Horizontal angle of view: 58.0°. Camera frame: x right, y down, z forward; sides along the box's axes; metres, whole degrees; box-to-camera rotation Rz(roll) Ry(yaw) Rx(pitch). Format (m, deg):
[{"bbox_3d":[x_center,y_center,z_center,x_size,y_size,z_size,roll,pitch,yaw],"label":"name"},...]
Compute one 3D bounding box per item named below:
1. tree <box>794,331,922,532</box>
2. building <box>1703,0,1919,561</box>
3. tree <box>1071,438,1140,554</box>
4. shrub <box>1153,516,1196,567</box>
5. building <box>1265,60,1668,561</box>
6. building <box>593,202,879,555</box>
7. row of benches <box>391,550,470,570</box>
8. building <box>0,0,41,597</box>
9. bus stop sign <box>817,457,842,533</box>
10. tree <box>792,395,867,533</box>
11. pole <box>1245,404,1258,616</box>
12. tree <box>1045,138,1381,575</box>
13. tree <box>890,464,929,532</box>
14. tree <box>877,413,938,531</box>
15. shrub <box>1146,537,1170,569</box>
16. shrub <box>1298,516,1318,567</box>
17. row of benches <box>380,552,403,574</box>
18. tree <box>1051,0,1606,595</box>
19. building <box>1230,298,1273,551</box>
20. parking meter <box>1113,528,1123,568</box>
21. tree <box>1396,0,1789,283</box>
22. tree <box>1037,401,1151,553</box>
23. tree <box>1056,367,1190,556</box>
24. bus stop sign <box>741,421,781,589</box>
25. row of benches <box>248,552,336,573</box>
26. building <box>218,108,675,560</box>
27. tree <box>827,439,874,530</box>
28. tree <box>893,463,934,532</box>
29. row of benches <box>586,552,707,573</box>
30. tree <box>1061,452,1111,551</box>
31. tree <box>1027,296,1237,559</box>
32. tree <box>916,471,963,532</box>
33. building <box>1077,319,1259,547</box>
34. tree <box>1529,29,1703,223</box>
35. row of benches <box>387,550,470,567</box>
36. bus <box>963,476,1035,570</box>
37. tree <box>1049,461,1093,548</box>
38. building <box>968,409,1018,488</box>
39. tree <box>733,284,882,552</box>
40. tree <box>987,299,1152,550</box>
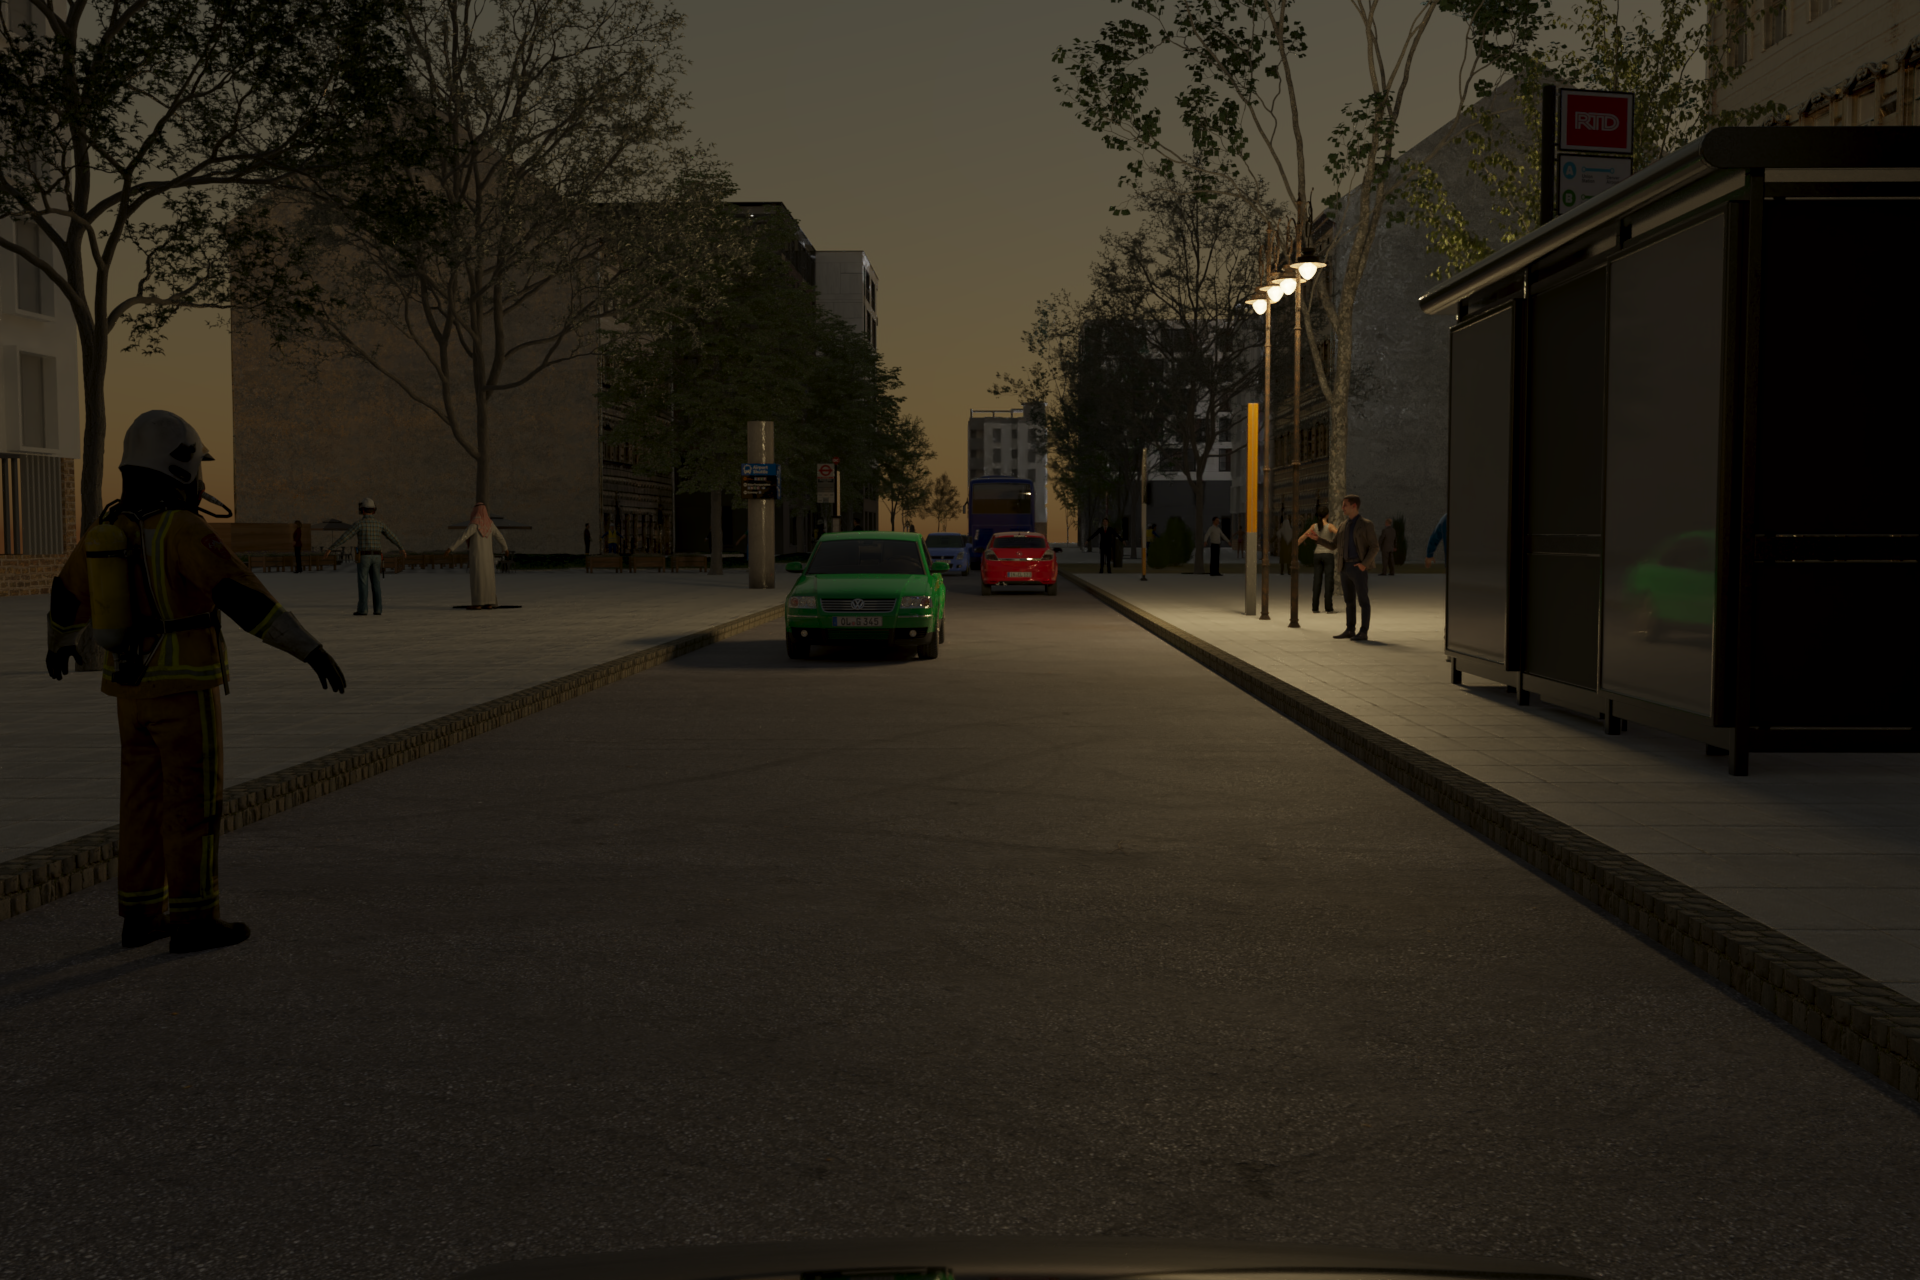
[{"bbox_3d":[-5.997,-10.911,96.526,7.486,12.596,7.792,0,3,0],"label":"tree"},{"bbox_3d":[27.566,-12.414,33.906,19.493,23.208,18.063,0,4,1],"label":"building"},{"bbox_3d":[9.364,-9.931,112.732,4.737,8.622,4.395,0,3,0],"label":"tree"},{"bbox_3d":[8.494,-3.918,68.484,1.690,2.028,1.600,0,3,0],"label":"shrub"},{"bbox_3d":[26.922,-15.838,89.877,19.493,23.208,18.063,0,4,1],"label":"building"},{"bbox_3d":[-20.956,-17.086,123.338,27.936,21.610,32.646,0,4,2],"label":"building"},{"bbox_3d":[-19.204,-2.958,63.819,1.422,0.672,4.104,2,4,28],"label":"row of benches"},{"bbox_3d":[-24.583,-10.301,24.842,16.016,20.090,11.380,0,4,0],"label":"building"},{"bbox_3d":[-4.499,-4.354,59.896,0.855,3.939,0.416,0,4,1],"label":"bus stop sign"},{"bbox_3d":[-7.208,-8.517,89.611,4.360,8.622,3.978,0,3,0],"label":"tree"},{"bbox_3d":[4.576,-2.039,27.184,0.158,3.312,0.155,0,3,0],"label":"pole"},{"bbox_3d":[7.545,-8.831,54.760,12.009,13.543,11.850,0,3,0],"label":"tree"},{"bbox_3d":[-5.057,-12.993,162.804,4.737,8.622,4.395,0,3,0],"label":"tree"},{"bbox_3d":[-5.736,-13.651,148.944,9.928,11.665,9.643,0,3,0],"label":"tree"},{"bbox_3d":[7.261,-3.204,63.497,1.383,1.207,1.383,0,3,0],"label":"shrub"},{"bbox_3d":[13.761,-3.852,67.404,1.690,2.028,1.600,0,3,0],"label":"shrub"},{"bbox_3d":[-18.967,-2.580,57.642,1.422,0.672,4.104,-1,4,-15],"label":"row of benches"},{"bbox_3d":[7.989,-11.092,37.239,12.611,20.169,13.585,0,3,0],"label":"tree"},{"bbox_3d":[27.122,-17.320,139.604,16.016,20.090,11.380,0,4,1],"label":"building"},{"bbox_3d":[6.048,-3.544,66.347,0.372,1.533,0.369,0,3,0],"label":"parking meter"},{"bbox_3d":[7.761,-4.320,20.992,4.737,8.622,4.395,0,3,0],"label":"tree"},{"bbox_3d":[9.244,-11.932,120.837,9.928,11.665,9.643,0,3,0],"label":"tree"},{"bbox_3d":[9.584,-10.773,101.892,9.928,11.665,9.643,0,3,0],"label":"tree"},{"bbox_3d":[-4.667,-3.159,40.672,0.837,3.901,0.837,0,4,0],"label":"bus stop sign"},{"bbox_3d":[-22.854,-2.697,59.555,1.422,0.672,4.104,1,4,15],"label":"row of benches"},{"bbox_3d":[-26.792,-16.149,94.971,19.493,23.208,18.063,0,4,2],"label":"building"},{"bbox_3d":[-6.769,-9.384,103.796,4.737,8.622,4.395,0,3,0],"label":"tree"},{"bbox_3d":[-5.061,-12.712,158.200,4.360,8.622,3.978,0,3,0],"label":"tree"},{"bbox_3d":[-10.314,-2.573,57.539,4.104,0.672,1.422,-2,4,-25],"label":"row of benches"},{"bbox_3d":[9.240,-10.934,129.136,4.737,8.622,4.395,0,3,0],"label":"tree"},{"bbox_3d":[8.911,-10.890,88.429,12.009,13.543,11.850,0,3,0],"label":"tree"},{"bbox_3d":[-2.936,-19.580,254.536,7.601,10.594,8.767,0,4,2],"label":"tree"},{"bbox_3d":[26.139,-20.620,181.103,27.936,21.610,32.646,0,4,1],"label":"building"},{"bbox_3d":[26.804,-12.914,67.026,12.611,20.169,13.585,0,3,0],"label":"tree"},{"bbox_3d":[-20.652,-3.207,67.899,4.104,0.672,1.422,0,4,7],"label":"row of benches"},{"bbox_3d":[1.576,-4.917,71.934,2.896,3.916,12.251,0,3,0],"label":"bus"},{"bbox_3d":[10.296,-12.952,162.134,4.737,8.622,4.395,0,3,0],"label":"tree"},{"bbox_3d":[1.485,-24.044,251.994,11.380,20.090,16.016,0,4,-5],"label":"building"},{"bbox_3d":[-7.120,-9.862,79.377,7.486,12.596,7.792,0,3,0],"label":"tree"},{"bbox_3d":[8.995,-17.396,140.308,12.611,20.169,13.585,0,3,0],"label":"tree"}]
